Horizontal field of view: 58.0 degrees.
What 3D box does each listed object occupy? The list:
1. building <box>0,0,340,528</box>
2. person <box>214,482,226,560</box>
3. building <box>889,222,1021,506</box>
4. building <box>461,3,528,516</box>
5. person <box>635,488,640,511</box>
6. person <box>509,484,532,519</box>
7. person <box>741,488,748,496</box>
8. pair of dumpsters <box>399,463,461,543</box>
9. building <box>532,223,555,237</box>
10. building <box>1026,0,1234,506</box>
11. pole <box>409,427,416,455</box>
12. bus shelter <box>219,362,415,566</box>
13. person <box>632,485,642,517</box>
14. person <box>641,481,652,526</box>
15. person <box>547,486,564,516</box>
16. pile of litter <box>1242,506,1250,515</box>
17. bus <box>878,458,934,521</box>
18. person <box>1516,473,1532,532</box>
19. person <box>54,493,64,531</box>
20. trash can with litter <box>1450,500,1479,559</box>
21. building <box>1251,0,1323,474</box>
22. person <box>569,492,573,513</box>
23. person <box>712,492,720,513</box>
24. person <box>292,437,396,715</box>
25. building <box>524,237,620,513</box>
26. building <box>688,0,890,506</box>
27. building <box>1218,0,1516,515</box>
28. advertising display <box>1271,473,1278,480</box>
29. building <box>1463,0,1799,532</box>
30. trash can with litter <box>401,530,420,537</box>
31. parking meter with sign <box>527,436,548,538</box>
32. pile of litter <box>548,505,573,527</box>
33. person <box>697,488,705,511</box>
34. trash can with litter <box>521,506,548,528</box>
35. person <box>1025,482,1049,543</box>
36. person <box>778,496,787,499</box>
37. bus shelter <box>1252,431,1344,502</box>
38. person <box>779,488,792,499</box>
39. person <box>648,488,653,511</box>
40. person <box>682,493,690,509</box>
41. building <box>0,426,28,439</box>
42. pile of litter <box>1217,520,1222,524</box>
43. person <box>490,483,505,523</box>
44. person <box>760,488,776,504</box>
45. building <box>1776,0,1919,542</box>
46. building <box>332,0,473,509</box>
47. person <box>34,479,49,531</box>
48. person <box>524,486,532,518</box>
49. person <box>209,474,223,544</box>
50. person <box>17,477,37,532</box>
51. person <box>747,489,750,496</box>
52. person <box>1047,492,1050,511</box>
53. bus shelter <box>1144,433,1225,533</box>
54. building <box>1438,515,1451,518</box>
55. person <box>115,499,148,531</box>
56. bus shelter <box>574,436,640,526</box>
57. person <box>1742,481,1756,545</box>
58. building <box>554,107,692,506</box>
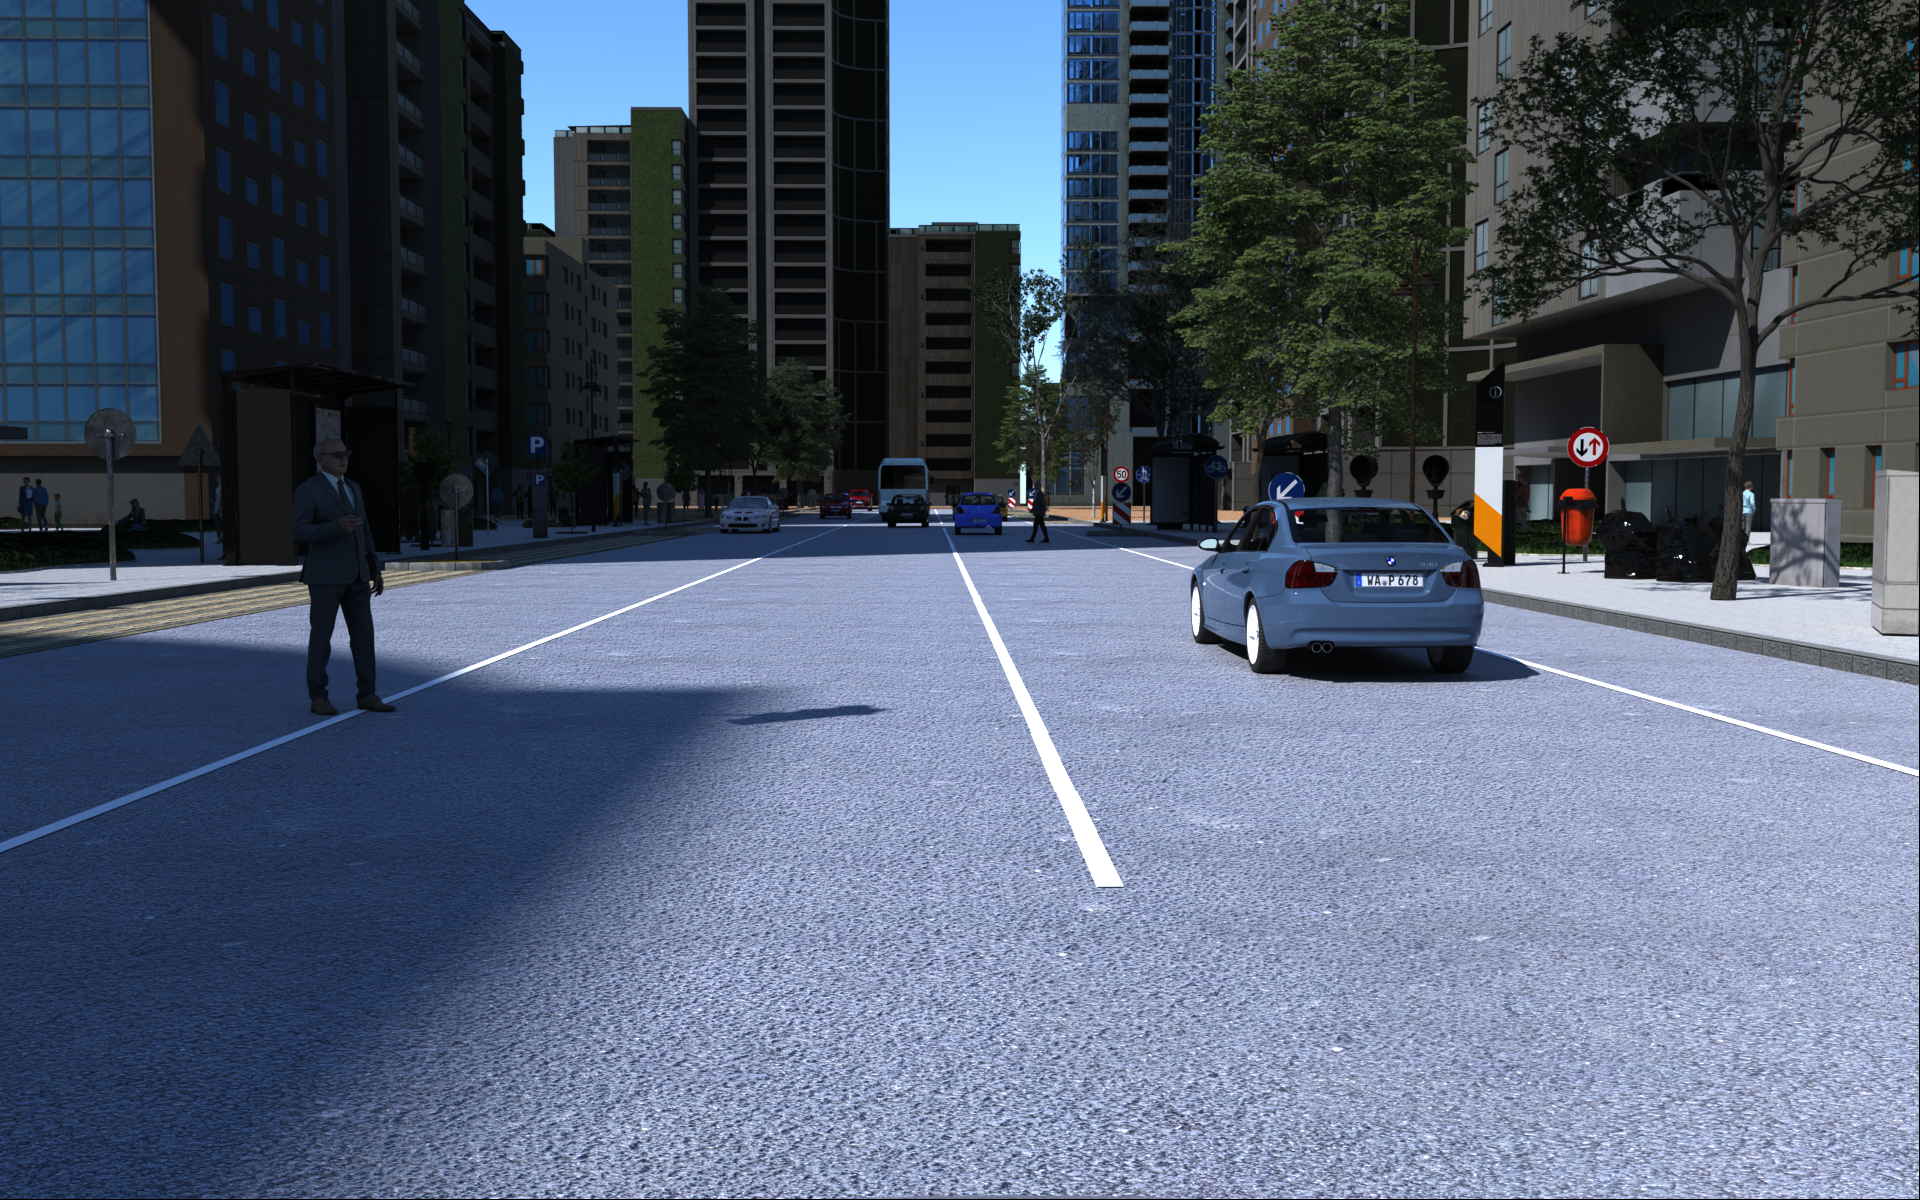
[{"bbox_3d":[-34.811,-25.689,70.126,14.600,45.320,14.200,0,4,-1],"label":"building"},{"bbox_3d":[-14.159,-1.704,33.774,0.818,1.842,0.514,1,4,22],"label":"person"},{"bbox_3d":[-0.704,-25.394,186.901,14.107,30.474,14.160,0,4,-1],"label":"building"},{"bbox_3d":[-34.404,-20.262,102.987,14.160,30.474,14.107,0,4,-1],"label":"building"},{"bbox_3d":[-24.747,-7.749,133.264,0.721,1.766,1.217,0,4,-2],"label":"person"},{"bbox_3d":[-22.870,-5.134,90.083,1.348,1.812,0.705,-3,5,-43],"label":"person"},{"bbox_3d":[-17.694,-8.332,142.279,0.705,1.823,1.348,-3,4,-36],"label":"person"},{"bbox_3d":[-14.832,-2.757,47.563,1.574,2.255,4.437,0,4,-1],"label":"pair of dumpsters"},{"bbox_3d":[-50.007,-25.359,186.317,14.107,30.474,14.160,0,4,-1],"label":"building"},{"bbox_3d":[22.932,-53.688,190.477,31.000,86.520,22.319,0,4,-1],"label":"building"},{"bbox_3d":[-16.723,-3.615,52.952,0.158,3.312,0.155,0,3,0],"label":"pole"},{"bbox_3d":[-12.440,-2.611,33.980,1.731,3.624,6.357,0,4,-1],"label":"bus shelter"},{"bbox_3d":[-18.188,-5.533,96.608,1.348,1.812,0.705,-1,4,-20],"label":"person"},{"bbox_3d":[-12.602,-3.891,69.935,0.520,1.790,0.573,2,4,34],"label":"person"},{"bbox_3d":[-23.668,-5.756,100.873,1.217,1.735,0.721,-2,4,-32],"label":"person"},{"bbox_3d":[11.006,-3.105,64.729,1.176,0.858,1.719,0,4,-1],"label":"pile of litter"},{"bbox_3d":[-2.959,-6.122,94.962,2.948,3.499,13.247,0,4,0],"label":"bus"},{"bbox_3d":[14.570,-2.377,44.889,0.573,1.828,0.580,-1,4,-16],"label":"person"},{"bbox_3d":[-31.056,-3.021,59.677,0.306,1.304,0.590,0,4,4],"label":"person"},{"bbox_3d":[9.796,-1.397,34.231,0.624,1.170,1.055,-2,4,-30],"label":"trash can with litter"},{"bbox_3d":[28.062,-28.549,116.881,14.600,45.320,14.200,0,4,-1],"label":"building"},{"bbox_3d":[-26.092,-6.687,116.102,0.721,1.743,1.217,-1,4,-14],"label":"person"},{"bbox_3d":[-16.497,-6.576,116.746,0.628,1.438,0.799,-2,4,-24],"label":"person"},{"bbox_3d":[-3.992,-0.159,11.270,0.590,1.801,0.661,2,4,28],"label":"person"},{"bbox_3d":[-42.821,-17.520,131.492,28.899,21.520,27.650,0,4,-1],"label":"building"},{"bbox_3d":[-18.129,-45.921,189.065,20.611,71.187,20.563,0,4,-1],"label":"building"},{"bbox_3d":[30.815,-42.524,133.518,20.563,71.187,20.611,0,4,-1],"label":"building"},{"bbox_3d":[9.921,-3.020,54.584,0.123,1.923,0.974,1,4,18],"label":"advertising display"},{"bbox_3d":[37.613,-29.331,68.806,28.713,52.752,27.495,0,4,-1],"label":"building"},{"bbox_3d":[-16.655,-2.501,52.274,0.624,1.170,1.055,1,4,17],"label":"trash can with litter"},{"bbox_3d":[-12.403,-3.347,50.976,0.543,3.016,1.738,-1,4,-16],"label":"parking meter with sign"},{"bbox_3d":[-15.693,-3.277,67.543,1.176,0.858,1.719,3,4,37],"label":"pile of litter"},{"bbox_3d":[-19.200,-7.454,128.592,0.621,1.740,0.551,3,5,43],"label":"person"},{"bbox_3d":[-16.163,-3.323,65.714,1.055,1.170,0.624,1,4,20],"label":"trash can with litter"},{"bbox_3d":[2.254,-2.575,50.993,0.834,1.777,0.661,-1,4,-21],"label":"person"},{"bbox_3d":[-15.244,-8.738,148.917,0.705,1.824,1.348,-3,4,-39],"label":"person"},{"bbox_3d":[11.314,-3.933,58.232,2.014,3.302,5.546,0,4,-1],"label":"bus shelter"},{"bbox_3d":[-15.631,-9.152,155.683,1.348,1.822,0.705,-1,4,-22],"label":"person"},{"bbox_3d":[-24.063,-7.818,134.590,0.721,1.743,1.217,-2,4,-25],"label":"person"},{"bbox_3d":[-23.435,-8.671,148.363,0.990,1.755,0.434,3,5,39],"label":"person"},{"bbox_3d":[-38.924,-27.120,32.650,28.713,52.752,27.495,0,4,-1],"label":"building"},{"bbox_3d":[10.600,-3.767,75.561,1.176,0.858,1.719,-3,5,-41],"label":"pile of litter"},{"bbox_3d":[-20.438,-4.292,76.553,0.601,1.785,0.444,2,4,26],"label":"person"},{"bbox_3d":[-10.253,-4.989,90.777,1.217,1.736,0.721,-1,4,-15],"label":"person"},{"bbox_3d":[37.351,-11.560,34.051,28.899,21.520,27.650,0,4,-1],"label":"building"},{"bbox_3d":[-34.099,-24.770,88.591,14.154,41.232,14.086,0,4,-1],"label":"building"},{"bbox_3d":[-30.605,-3.138,57.688,0.444,1.785,0.601,2,4,29],"label":"person"},{"bbox_3d":[-23.254,-5.336,94.010,1.217,1.735,0.721,3,4,36],"label":"person"},{"bbox_3d":[-18.932,-2.320,44.256,0.520,1.790,0.573,-1,4,-14],"label":"person"},{"bbox_3d":[-29.664,-2.997,55.061,0.581,1.822,0.654,-3,4,-38],"label":"person"},{"bbox_3d":[-19.066,-9.091,155.614,0.436,1.711,0.756,0,4,-7],"label":"person"},{"bbox_3d":[6.661,-7.400,130.298,0.557,1.426,1.065,0,4,0],"label":"person"},{"bbox_3d":[7.688,-4.033,59.868,2.014,3.302,5.546,0,4,-1],"label":"bus shelter"},{"bbox_3d":[30.857,-40.341,97.825,20.563,71.187,20.611,0,4,-1],"label":"building"},{"bbox_3d":[-22.934,-2.243,48.208,1.012,1.151,0.738,2,4,24],"label":"person"},{"bbox_3d":[-14.791,-4.985,72.786,1.731,3.624,6.357,0,4,-1],"label":"bus shelter"},{"bbox_3d":[19.763,-2.179,43.477,0.330,1.601,0.589,-1,4,-12],"label":"person"},{"bbox_3d":[-35.688,-30.753,186.398,14.086,41.232,14.154,0,4,-1],"label":"building"}]
